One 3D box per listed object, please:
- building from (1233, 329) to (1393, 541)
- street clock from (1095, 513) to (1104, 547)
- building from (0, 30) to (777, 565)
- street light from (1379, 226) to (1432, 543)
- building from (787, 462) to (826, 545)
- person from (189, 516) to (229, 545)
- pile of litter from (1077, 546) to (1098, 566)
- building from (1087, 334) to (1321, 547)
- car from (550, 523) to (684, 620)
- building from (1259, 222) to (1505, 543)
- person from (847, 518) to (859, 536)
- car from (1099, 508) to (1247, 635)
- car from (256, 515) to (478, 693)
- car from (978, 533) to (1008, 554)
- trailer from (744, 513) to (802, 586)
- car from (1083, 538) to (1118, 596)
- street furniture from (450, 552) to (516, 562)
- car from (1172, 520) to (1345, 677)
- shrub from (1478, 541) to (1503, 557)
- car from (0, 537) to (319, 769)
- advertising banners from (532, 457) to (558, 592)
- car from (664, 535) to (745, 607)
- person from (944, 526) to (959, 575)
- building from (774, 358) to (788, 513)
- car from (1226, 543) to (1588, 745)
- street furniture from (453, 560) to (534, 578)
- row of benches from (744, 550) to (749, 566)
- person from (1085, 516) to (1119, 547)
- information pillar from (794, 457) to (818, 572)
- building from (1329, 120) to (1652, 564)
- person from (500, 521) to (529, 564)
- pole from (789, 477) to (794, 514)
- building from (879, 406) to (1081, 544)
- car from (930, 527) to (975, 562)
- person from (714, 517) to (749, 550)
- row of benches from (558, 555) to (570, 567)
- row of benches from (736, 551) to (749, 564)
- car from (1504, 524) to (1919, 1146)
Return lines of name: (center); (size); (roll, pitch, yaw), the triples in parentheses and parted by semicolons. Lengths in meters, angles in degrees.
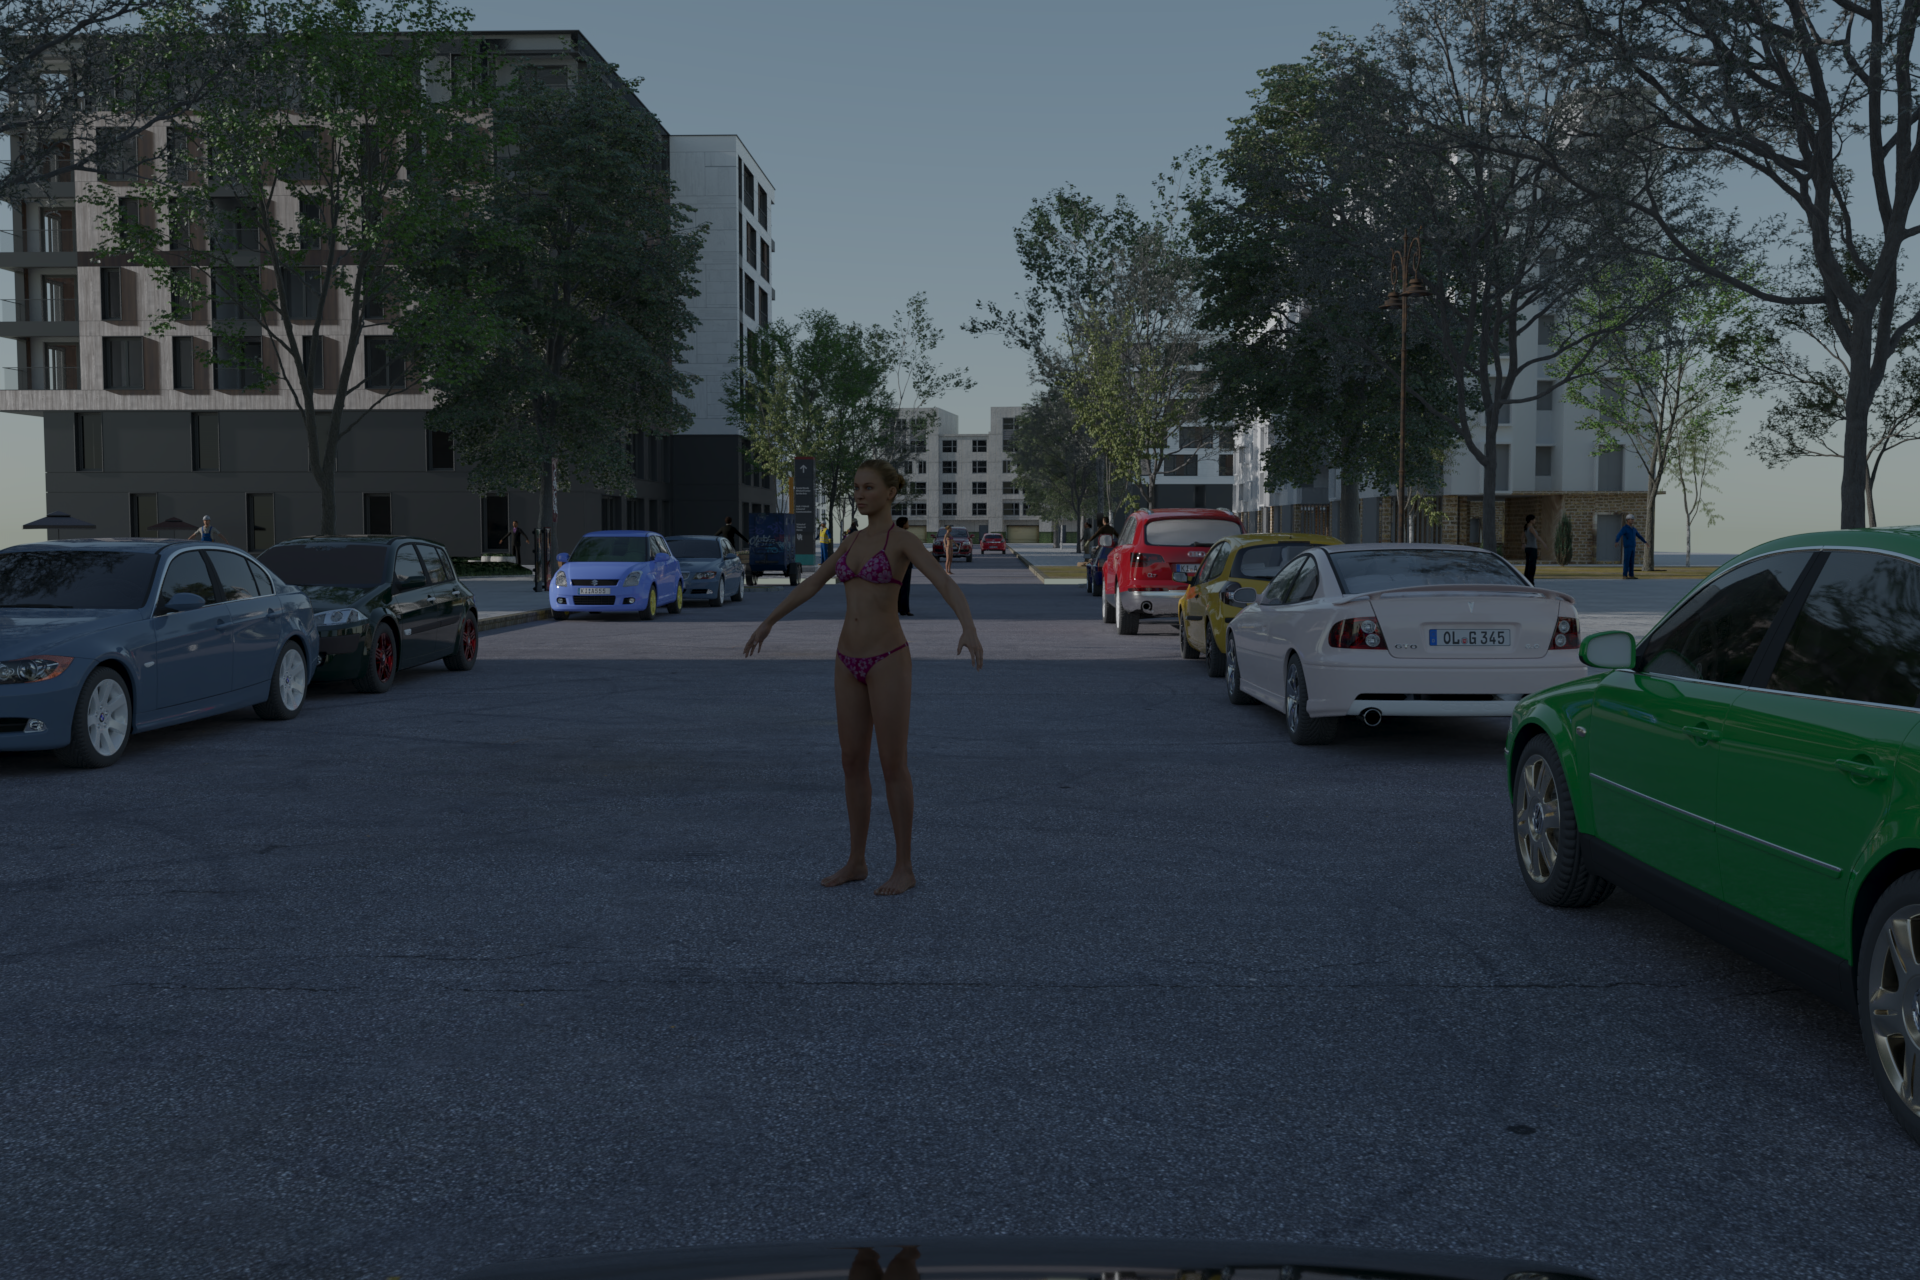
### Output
building: (26.251, -16.913, 132.946); (16.016, 20.090, 11.380); (0, 4, 1)
street clock: (4.764, -3.325, 58.938); (0.358, 2.002, 0.471); (0, 4, 2)
building: (-25.397, -14.877, 87.220); (27.936, 21.610, 32.646); (0, 4, 2)
street light: (6.745, -3.278, 26.376); (0.468, 5.910, 1.993); (0, 4, 1)
building: (-21.016, -16.701, 215.208); (9.099, 9.664, 28.070); (0, 4, 1)
person: (-23.027, -2.882, 52.982); (1.347, 1.847, 0.705); (0, 4, -7)
pile of litter: (5.212, -3.338, 68.537); (1.176, 0.858, 1.719); (0, 4, 0)
building: (28.062, -21.372, 193.410); (27.936, 21.610, 32.646); (0, 4, 1)
car: (-5.901, -1.244, 29.933); (1.945, 1.707, 3.694); (0, 4, 1)
building: (23.651, -15.255, 105.845); (16.016, 20.090, 11.380); (0, 4, 1)
person: (-3.758, -3.442, 62.062); (0.705, 1.856, 1.354); (1, 4, 23)
car: (3.271, -1.068, 26.140); (2.281, 1.827, 5.304); (0, 4, 1)
car: (-6.003, -0.429, 16.809); (2.009, 1.686, 4.222); (0, 4, 1)
car: (2.389, -7.075, 124.714); (2.155, 1.783, 4.494); (0, 4, 1)
trailer: (-5.204, -2.472, 47.471); (1.471, 1.999, 3.904); (0, 4, 1)
car: (3.928, -1.745, 41.116); (1.945, 1.354, 3.894); (0, 4, 1)
street furniture: (-19.498, -2.838, 62.023); (5.734, 0.657, 10.072); (-2, 4, -31)
car: (3.358, -0.519, 18.715); (2.015, 1.641, 3.980); (0, 4, 1)
shrub: (17.009, -2.734, 55.810); (1.383, 1.207, 1.383); (0, 3, 0)
car: (-6.045, -0.008, 12.131); (2.014, 1.417, 4.499); (0, 4, 2)
advertising banners: (-9.303, -2.617, 38.976); (0.090, 3.025, 2.074); (0, 4, 2)
car: (-5.516, -1.443, 35.602); (2.014, 1.417, 4.499); (0, 4, 1)
person: (-0.310, -3.194, 61.475); (0.721, 1.733, 1.217); (1, 4, 22)
building: (-24.845, -20.023, 183.795); (16.016, 20.090, 11.380); (0, 4, 1)
car: (3.191, -0.047, 13.126); (2.083, 1.381, 4.827); (0, 4, 0)
street furniture: (-16.749, -2.116, 50.226); (5.734, 0.657, 10.072); (1, 4, 22)
row of benches: (-9.413, -3.273, 68.980); (4.104, 0.672, 1.422); (0, 4, -4)
person: (4.370, -2.804, 51.986); (1.346, 1.812, 0.704); (-2, 4, -27)
information pillar: (-5.204, -4.212, 58.248); (0.750, 3.857, 0.750); (0, 4, 2)
building: (23.712, -14.025, 85.735); (16.016, 20.090, 11.380); (0, 4, 1)
person: (-17.609, -3.816, 68.619); (1.346, 1.802, 0.704); (1, 4, 20)
pole: (-6.031, -4.169, 62.014); (0.158, 3.312, 0.155); (0, 3, 0)
building: (5.595, -23.116, 246.866); (31.486, 18.905, 16.747); (1, 4, 10)
car: (-0.375, -4.960, 89.765); (2.281, 1.827, 5.304); (0, 4, 1)
person: (-6.951, -2.813, 52.172); (1.347, 1.806, 0.705); (1, 4, 10)
row of benches: (-11.648, -2.668, 59.086); (4.104, 0.672, 1.422); (-2, 4, -28)
row of benches: (-7.799, -2.981, 64.196); (4.104, 0.672, 1.422); (-2, 4, -30)
car: (3.097, 0.214, 5.295); (1.959, 1.807, 4.718); (0, 3, 0)
